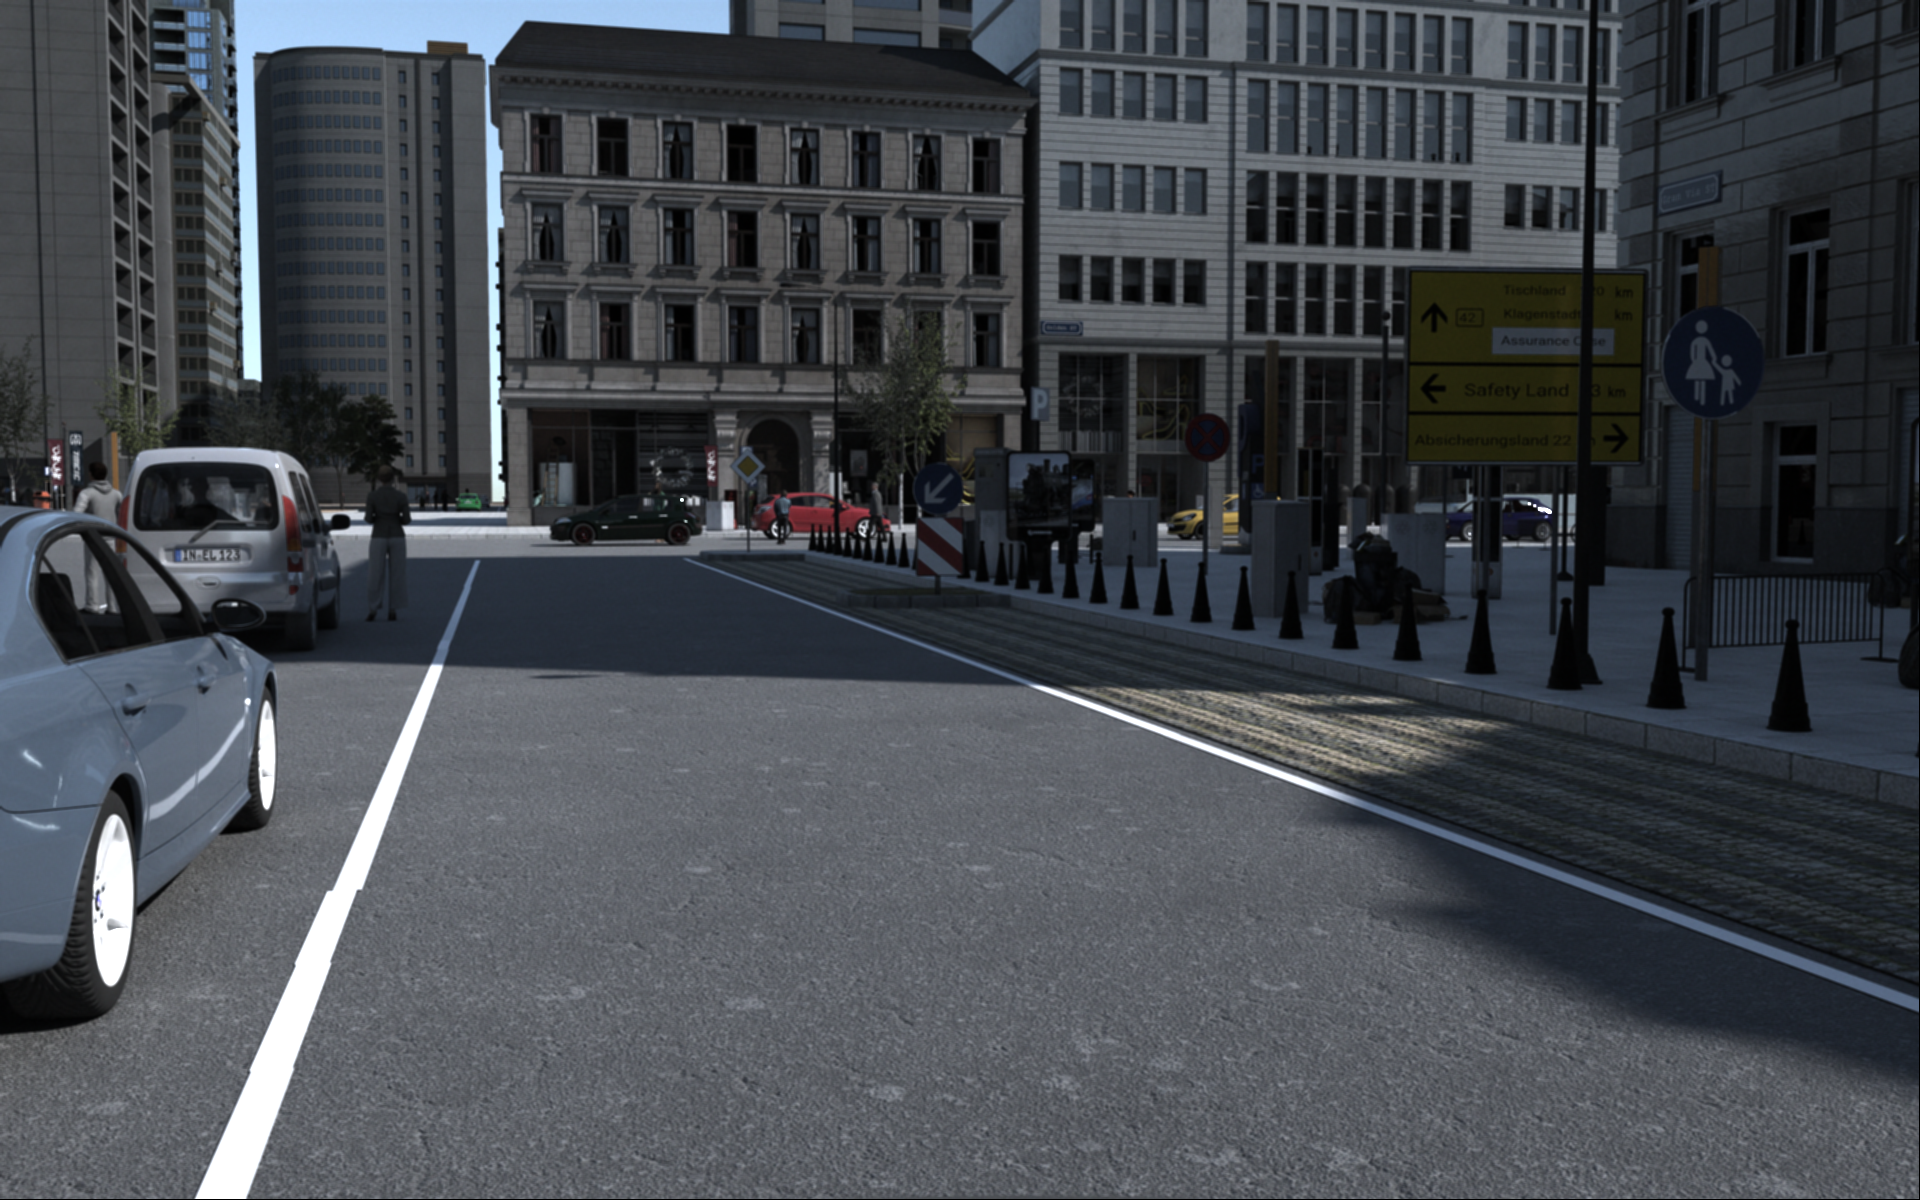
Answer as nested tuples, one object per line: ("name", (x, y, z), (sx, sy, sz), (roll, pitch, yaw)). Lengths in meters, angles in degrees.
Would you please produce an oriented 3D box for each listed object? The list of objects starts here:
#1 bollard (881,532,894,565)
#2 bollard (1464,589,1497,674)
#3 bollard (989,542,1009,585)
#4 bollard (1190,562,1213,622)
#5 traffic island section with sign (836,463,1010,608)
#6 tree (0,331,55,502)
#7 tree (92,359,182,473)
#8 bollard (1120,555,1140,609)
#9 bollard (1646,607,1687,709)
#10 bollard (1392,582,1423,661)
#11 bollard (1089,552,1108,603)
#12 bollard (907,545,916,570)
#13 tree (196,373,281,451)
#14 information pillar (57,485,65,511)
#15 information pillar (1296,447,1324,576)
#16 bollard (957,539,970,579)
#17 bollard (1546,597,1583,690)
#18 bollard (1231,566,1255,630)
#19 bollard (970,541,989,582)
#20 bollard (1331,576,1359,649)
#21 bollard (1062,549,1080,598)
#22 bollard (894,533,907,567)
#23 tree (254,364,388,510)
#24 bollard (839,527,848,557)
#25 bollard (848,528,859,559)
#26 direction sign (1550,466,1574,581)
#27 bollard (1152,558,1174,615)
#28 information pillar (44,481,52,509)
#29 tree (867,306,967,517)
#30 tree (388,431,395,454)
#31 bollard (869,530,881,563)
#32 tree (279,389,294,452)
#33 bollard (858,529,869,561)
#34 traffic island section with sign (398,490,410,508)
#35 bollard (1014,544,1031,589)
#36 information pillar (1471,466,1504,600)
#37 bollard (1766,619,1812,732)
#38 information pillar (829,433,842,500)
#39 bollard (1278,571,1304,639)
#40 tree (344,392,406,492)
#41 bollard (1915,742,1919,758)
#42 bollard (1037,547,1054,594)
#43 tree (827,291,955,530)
("bollard", (-1.243, -0.937, 31.360), (0.229, 0.601, 0.229), (0, 3, 0))
("bollard", (3.735, 0.222, 12.408), (0.229, 0.601, 0.229), (0, 3, 0))
("bollard", (0.585, -0.510, 24.388), (0.229, 0.601, 0.229), (0, 3, 0))
("bollard", (2.424, -0.082, 17.388), (0.229, 0.601, 0.229), (0, 3, 0))
("traffic island section with sign", (-0.563, -0.852, 22.556), (1.989, 1.847, 2.006), (-1, 4, -15))
("tree", (-40.863, -7.590, 74.466), (4.360, 8.622, 3.978), (0, 3, 0))
("tree", (-45.402, -8.865, 95.310), (4.737, 8.622, 4.395), (0, 3, 0))
("bollard", (1.902, -0.205, 19.391), (0.229, 0.601, 0.229), (0, 3, 0))
("bollard", (4.251, 0.344, 10.411), (0.229, 0.601, 0.229), (0, 3, 0))
("bollard", (3.467, 0.161, 13.404), (0.229, 0.601, 0.229), (0, 3, 0))
("bollard", (1.633, -0.267, 20.405), (0.229, 0.601, 0.229), (0, 3, 0))
("bollard", (-0.714, -0.815, 29.368), (0.229, 0.601, 0.229), (0, 3, 0))
("tree", (-44.051, -9.471, 105.221), (4.360, 8.622, 3.978), (0, 3, 0))
("information pillar", (-49.166, -5.525, 94.824), (0.304, 2.012, 0.304), (1, 4, 19))
("information pillar", (5.506, -1.393, 27.273), (0.304, 2.012, 0.304), (-3, 4, -36))
("bollard", (0.059, -0.633, 26.386), (0.229, 0.601, 0.229), (0, 3, 0))
("bollard", (3.990, 0.283, 11.414), (0.229, 0.601, 0.229), (0, 3, 0))
("bollard", (2.685, -0.022, 16.395), (0.229, 0.601, 0.229), (0, 3, 0))
("bollard", (0.325, -0.572, 25.386), (0.229, 0.601, 0.229), (0, 3, 0))
("bollard", (3.208, 0.101, 14.398), (0.229, 0.601, 0.229), (0, 3, 0))
("bollard", (1.371, -0.328, 21.398), (0.229, 0.601, 0.229), (0, 3, 0))
("bollard", (-0.984, -0.876, 30.359), (0.229, 0.601, 0.229), (0, 3, 0))
("tree", (-46.253, -11.548, 123.217), (8.767, 10.594, 7.601), (0, 4, -7))
("bollard", (-2.293, -1.182, 35.363), (0.229, 0.601, 0.229), (0, 3, 0))
("bollard", (-2.030, -1.121, 34.370), (0.229, 0.601, 0.229), (0, 3, 0))
("direction sign", (8.969, -2.057, 25.623), (0.876, 3.537, 0.379), (-2, 4, -26))
("bollard", (2.161, -0.144, 18.390), (0.229, 0.601, 0.229), (0, 3, 0))
("information pillar", (-51.882, -5.753, 98.548), (0.304, 2.012, 0.304), (3, 5, 44))
("tree", (-1.658, -7.228, 68.547), (4.737, 8.622, 4.395), (0, 3, 0))
("tree", (-49.789, -12.526, 139.218), (8.767, 10.594, 7.601), (-2, 4, -27))
("bollard", (-1.511, -0.999, 32.375), (0.229, 0.601, 0.229), (0, 3, 0))
("tree", (-45.181, -9.921, 112.578), (4.360, 8.622, 3.978), (0, 3, 0))
("bollard", (-1.777, -1.060, 33.375), (0.229, 0.601, 0.229), (0, 3, 0))
("traffic island section with sign", (-56.275, -10.106, 173.863), (1.989, 1.847, 2.006), (-1, 4, -15))
("bollard", (0.846, -0.450, 23.395), (0.229, 0.601, 0.229), (0, 3, 0))
("information pillar", (6.441, -1.019, 21.149), (0.304, 2.012, 0.304), (0, 4, 4))
("bollard", (4.518, 0.405, 9.418), (0.229, 0.601, 0.229), (0, 3, 0))
("information pillar", (-4.731, -4.569, 66.059), (0.504, 3.616, 0.183), (-1, 4, -10))
("bollard", (2.947, 0.039, 15.403), (0.229, 0.601, 0.229), (0, 3, 0))
("tree", (-62.435, -16.033, 184.193), (6.751, 12.117, 7.091), (0, 3, 0))
("bollard", (4.778, 0.467, 8.412), (0.229, 0.601, 0.229), (0, 3, 0))
("bollard", (1.108, -0.389, 22.402), (0.229, 0.601, 0.229), (0, 3, 0))
("tree", (-2.371, -6.846, 62.294), (4.360, 8.622, 3.978), (0, 3, 0))
